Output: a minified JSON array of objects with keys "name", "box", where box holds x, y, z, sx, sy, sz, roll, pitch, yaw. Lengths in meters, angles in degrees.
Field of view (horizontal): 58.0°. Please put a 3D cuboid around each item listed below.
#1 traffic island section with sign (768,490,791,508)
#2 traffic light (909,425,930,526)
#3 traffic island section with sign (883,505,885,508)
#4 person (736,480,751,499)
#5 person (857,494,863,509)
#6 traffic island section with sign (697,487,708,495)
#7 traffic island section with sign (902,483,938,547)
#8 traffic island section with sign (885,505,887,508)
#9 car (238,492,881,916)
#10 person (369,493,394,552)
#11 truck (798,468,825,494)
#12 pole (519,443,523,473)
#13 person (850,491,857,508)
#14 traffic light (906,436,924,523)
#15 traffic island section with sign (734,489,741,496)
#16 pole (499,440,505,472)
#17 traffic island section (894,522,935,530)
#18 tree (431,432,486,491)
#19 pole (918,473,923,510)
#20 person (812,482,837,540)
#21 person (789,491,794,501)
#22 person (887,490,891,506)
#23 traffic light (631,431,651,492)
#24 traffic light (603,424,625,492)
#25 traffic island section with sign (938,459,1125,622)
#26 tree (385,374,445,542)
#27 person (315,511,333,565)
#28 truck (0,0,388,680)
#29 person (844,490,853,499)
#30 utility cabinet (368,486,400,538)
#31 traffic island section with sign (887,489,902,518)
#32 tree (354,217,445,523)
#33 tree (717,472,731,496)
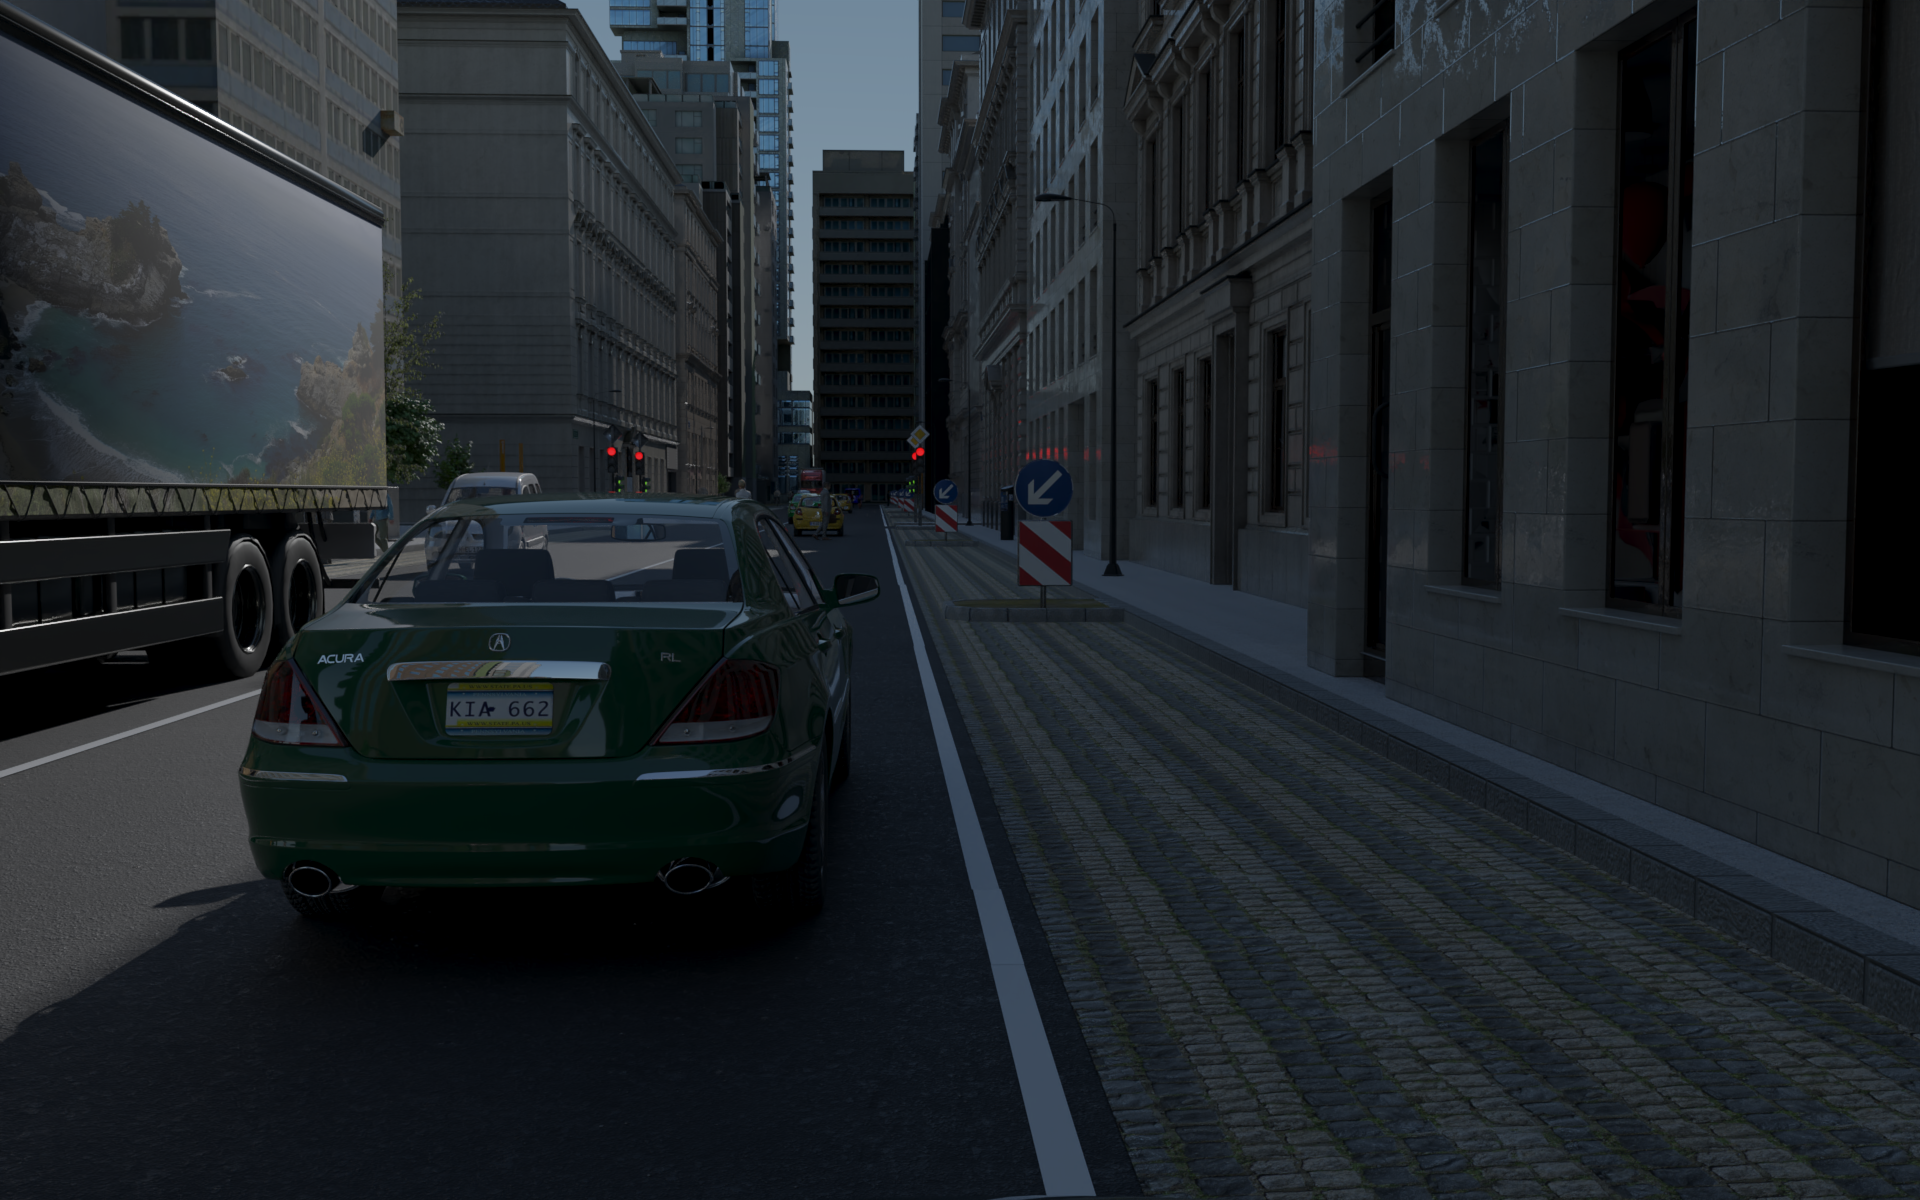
[{"name":"traffic island section with sign","box":[-18.855,-10.437,179.264,1.989,1.847,2.006,0,4,-3]},{"name":"traffic light","box":[-1.633,-4.956,69.958,0.839,4.253,0.868,0,4,-3]},{"name":"traffic island section with sign","box":[-6.839,-10.463,179.689,1.989,1.847,2.006,0,4,-3]},{"name":"person","box":[-5.542,-2.185,44.449,0.478,1.798,0.641,-2,4,-25]},{"name":"person","box":[-9.753,-9.670,169.833,0.421,1.427,0.697,-3,4,-38]},{"name":"traffic island section with sign","box":[-15.166,-5.728,102.278,1.989,1.847,2.006,0,4,-3]},{"name":"traffic island section with sign","box":[-0.520,-2.394,47.764,1.989,1.847,2.006,0,4,-3]},{"name":"traffic island section with sign","box":[-4.447,-7.406,129.721,1.989,1.847,2.006,0,4,-3]},{"name":"car","box":[-1.410,0.272,7.344,2.131,1.459,4.920,0,4,-2]},{"name":"person","box":[-12.160,-1.688,36.445,0.444,1.785,0.601,-3,5,-42]},{"name":"truck","box":[-15.942,-12.162,187.754,2.839,4.237,11.283,0,4,-3]},{"name":"pole","box":[-17.573,-4.622,69.410,0.158,3.312,0.155,0,3,0]},{"name":"person","box":[-11.121,-10.385,178.820,1.217,1.766,0.721,-1,4,-14]},{"name":"traffic light","box":[-2.015,-5.444,77.934,0.839,4.253,0.868,0,4,-3]},{"name":"traffic island section with sign","box":[-16.467,-7.380,129.283,1.989,1.847,2.006,0,4,-3]},{"name":"pole","box":[-17.128,-4.344,64.872,0.158,3.312,0.155,0,3,0]},{"name":"traffic island section","box":[-1.592,-2.923,70.074,2.009,0.180,2.903,0,4,-3]},{"name":"tree","box":[-15.588,-3.638,54.091,1.663,3.219,1.824,0,3,0]},{"name":"pole","box":[-3.042,-8.835,138.292,0.158,3.312,0.155,0,3,0]},{"name":"person","box":[-4.174,-2.773,53.954,0.853,1.813,0.709,-2,4,-25]},{"name":"person","box":[-18.754,-11.255,193.230,0.721,1.736,1.217,2,4,25]},{"name":"person","box":[-7.630,-10.813,185.312,0.705,1.821,1.348,-1,4,-18]},{"name":"traffic light","box":[-14.261,-5.408,77.334,0.839,4.253,0.868,0,4,-3]},{"name":"traffic light","box":[-13.879,-4.920,69.358,0.839,4.253,0.868,0,4,-3]},{"name":"traffic island section with sign","box":[0.802,-0.706,20.170,1.989,1.847,2.006,0,4,-3]},{"name":"tree","box":[-15.710,-3.871,47.008,4.285,4.588,4.351,0,3,0]},{"name":"person","box":[-12.972,-1.640,35.119,0.447,1.846,0.655,0,4,-3]},{"name":"truck","box":[-6.622,-1.370,11.316,2.839,4.237,11.283,0,4,-2]},{"name":"person","box":[-10.559,-9.308,160.651,1.348,1.831,0.705,1,4,8]},{"name":"utility cabinet","box":[-16.499,-2.503,49.605,0.318,1.500,1.173,1,4,13]},{"name":"traffic island section with sign","box":[-3.148,-5.749,102.621,1.989,1.847,2.006,0,4,-3]},{"name":"tree","box":[-14.784,-5.624,42.317,4.360,8.622,3.978,0,3,0]},{"name":"tree","box":[-20.913,-9.530,150.419,1.663,3.219,1.824,0,3,0]}]
